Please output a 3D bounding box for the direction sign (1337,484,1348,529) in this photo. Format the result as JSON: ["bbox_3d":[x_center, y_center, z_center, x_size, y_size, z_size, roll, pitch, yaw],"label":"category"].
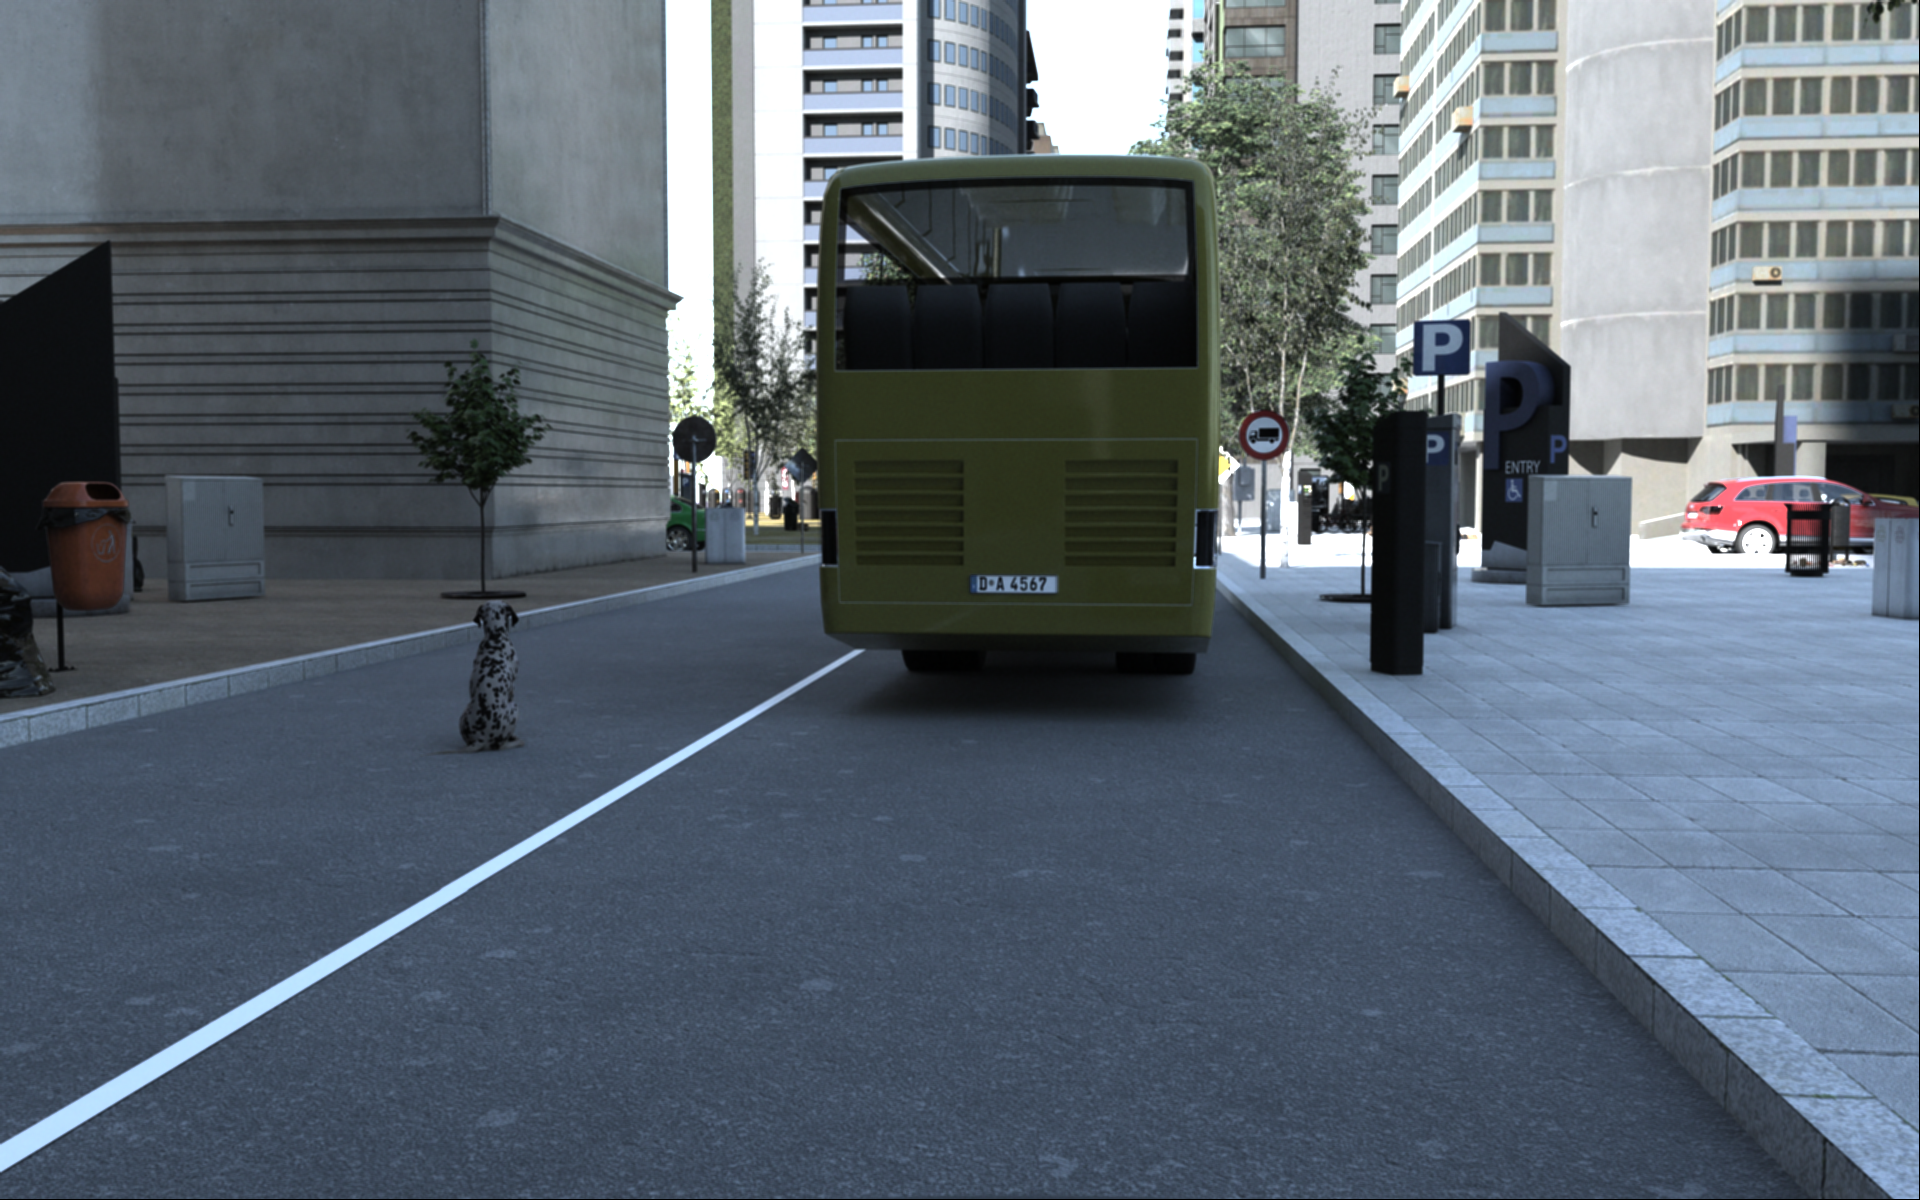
[{"bbox_3d":[14.119,-4.393,63.822,0.379,3.537,0.876,-1,4,-13],"label":"direction sign"}]

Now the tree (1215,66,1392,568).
[{"bbox_3d":[5.588,-4.885,30.232,4.360,8.622,3.978,0,3,0],"label":"tree"}]

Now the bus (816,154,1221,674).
[{"bbox_3d":[1.067,-1.541,16.734,2.896,3.916,12.252,0,4,7],"label":"bus"}]

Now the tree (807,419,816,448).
[{"bbox_3d":[-1.292,-9.283,68.790,9.611,12.733,9.660,0,3,0],"label":"tree"}]

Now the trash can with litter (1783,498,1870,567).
[{"bbox_3d":[15.494,-1.228,31.142,2.233,1.210,1.678,-2,4,-32],"label":"trash can with litter"}]

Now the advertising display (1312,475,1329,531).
[{"bbox_3d":[12.318,-3.361,60.161,0.974,1.923,0.123,2,4,25],"label":"advertising display"}]

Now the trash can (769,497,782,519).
[{"bbox_3d":[-9.547,-4.762,89.512,0.748,1.137,0.748,0,3,0],"label":"trash can"}]

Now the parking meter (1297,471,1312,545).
[{"bbox_3d":[8.648,-2.308,43.452,0.255,1.863,0.399,-1,4,-11],"label":"parking meter"}]

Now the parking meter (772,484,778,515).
[{"bbox_3d":[-11.213,-6.073,105.006,0.255,1.863,0.399,-2,4,-31],"label":"parking meter"}]

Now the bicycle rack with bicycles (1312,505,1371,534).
[{"bbox_3d":[12.717,-2.692,57.404,2.925,0.926,2.852,0,4,-6],"label":"bicycle rack with bicycles"}]

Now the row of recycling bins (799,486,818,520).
[{"bbox_3d":[-6.712,-4.948,88.020,1.069,1.692,3.534,3,5,43],"label":"row of recycling bins"}]

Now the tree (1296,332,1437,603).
[{"bbox_3d":[4.797,-1.609,20.905,1.663,3.219,1.824,0,3,0],"label":"tree"}]

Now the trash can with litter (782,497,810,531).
[{"bbox_3d":[-5.692,-3.004,60.497,1.055,1.170,0.624,2,4,33],"label":"trash can with litter"}]

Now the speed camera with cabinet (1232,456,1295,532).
[{"bbox_3d":[10.301,-3.941,58.777,2.038,3.252,0.660,0,4,-2],"label":"speed camera with cabinet"}]

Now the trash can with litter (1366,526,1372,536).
[{"bbox_3d":[12.912,-2.524,52.648,1.055,1.170,0.624,-2,4,-26],"label":"trash can with litter"}]

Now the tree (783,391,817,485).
[{"bbox_3d":[-10.089,-10.198,117.107,4.737,8.622,4.395,0,3,0],"label":"tree"}]

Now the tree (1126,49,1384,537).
[{"bbox_3d":[7.994,-8.853,51.403,9.857,13.997,8.962,0,3,0],"label":"tree"}]

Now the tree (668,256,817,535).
[{"bbox_3d":[-6.191,-6.315,53.609,4.360,8.622,3.978,0,3,0],"label":"tree"}]

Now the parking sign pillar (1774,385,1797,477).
[{"bbox_3d":[20.658,-3.361,43.432,1.447,3.967,1.447,2,4,23],"label":"parking sign pillar"}]

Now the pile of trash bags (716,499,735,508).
[{"bbox_3d":[-7.475,-2.241,46.394,3.447,1.369,1.912,1,4,21],"label":"pile of trash bags"}]

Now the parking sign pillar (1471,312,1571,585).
[{"bbox_3d":[8.202,-2.242,25.132,1.447,3.967,1.447,-2,4,-26],"label":"parking sign pillar"}]

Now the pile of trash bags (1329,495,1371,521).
[{"bbox_3d":[18.248,-4.477,82.959,3.447,1.369,1.912,0,4,-3],"label":"pile of trash bags"}]

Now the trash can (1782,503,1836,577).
[{"bbox_3d":[13.189,-0.935,26.944,0.748,1.137,0.748,0,3,0],"label":"trash can"}]

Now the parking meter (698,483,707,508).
[{"bbox_3d":[-13.485,-5.203,90.786,0.255,1.863,0.399,3,5,41],"label":"parking meter"}]

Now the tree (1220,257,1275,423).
[{"bbox_3d":[9.081,-8.769,69.135,9.928,11.665,9.643,0,3,0],"label":"tree"}]

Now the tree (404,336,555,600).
[{"bbox_3d":[-6.071,-1.644,21.477,1.663,3.219,1.824,0,3,0],"label":"tree"}]

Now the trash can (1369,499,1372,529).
[{"bbox_3d":[13.353,-2.652,55.015,0.748,1.137,0.748,0,3,0],"label":"trash can"}]

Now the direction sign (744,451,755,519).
[{"bbox_3d":[-11.002,-6.027,90.539,0.379,3.537,0.876,2,4,32],"label":"direction sign"}]

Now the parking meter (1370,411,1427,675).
[{"bbox_3d":[3.137,-0.410,12.408,0.255,1.863,0.399,-1,4,-12],"label":"parking meter"}]

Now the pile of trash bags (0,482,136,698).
[{"bbox_3d":[-6.709,-0.085,11.136,1.912,1.369,3.447,1,4,17],"label":"pile of trash bags"}]

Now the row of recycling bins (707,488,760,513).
[{"bbox_3d":[-15.358,-6.743,117.363,3.534,1.692,1.069,-1,4,-17],"label":"row of recycling bins"}]

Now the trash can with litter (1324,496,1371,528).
[{"bbox_3d":[15.347,-3.365,66.073,2.233,1.210,1.678,-3,5,-41],"label":"trash can with litter"}]

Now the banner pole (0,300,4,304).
[{"bbox_3d":[-12.486,-1.972,22.258,0.401,3.779,0.863,2,4,26],"label":"banner pole"}]

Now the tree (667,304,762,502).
[{"bbox_3d":[-10.258,-7.103,66.490,4.737,8.622,4.395,0,3,0],"label":"tree"}]

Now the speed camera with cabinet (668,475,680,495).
[{"bbox_3d":[-13.558,-5.443,83.328,2.038,3.252,0.660,3,5,43],"label":"speed camera with cabinet"}]

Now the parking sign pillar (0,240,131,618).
[{"bbox_3d":[-9.692,-1.834,18.451,1.447,3.967,1.447,-1,4,-19],"label":"parking sign pillar"}]

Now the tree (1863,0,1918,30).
[{"bbox_3d":[7.831,-3.726,11.286,4.360,8.622,3.978,0,3,0],"label":"tree"}]
